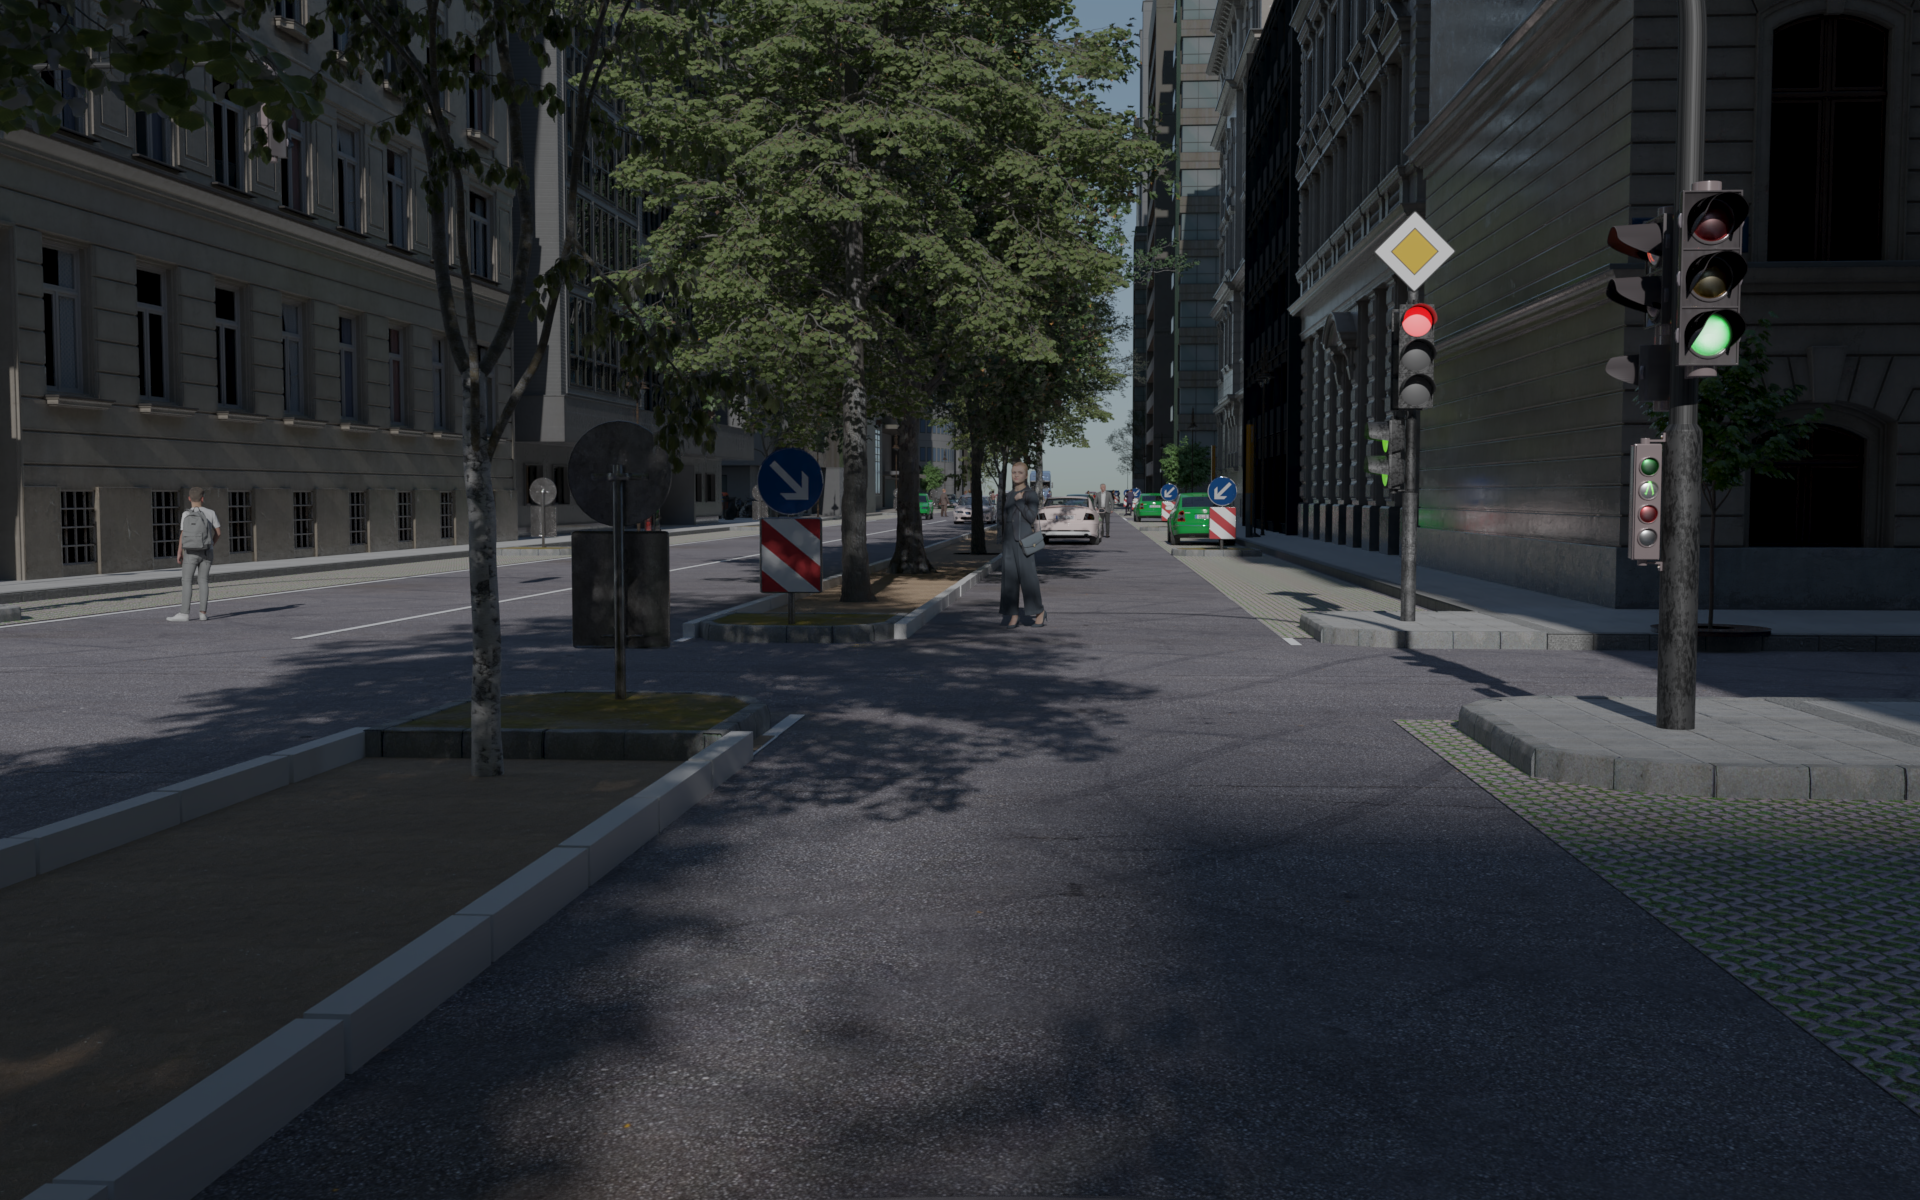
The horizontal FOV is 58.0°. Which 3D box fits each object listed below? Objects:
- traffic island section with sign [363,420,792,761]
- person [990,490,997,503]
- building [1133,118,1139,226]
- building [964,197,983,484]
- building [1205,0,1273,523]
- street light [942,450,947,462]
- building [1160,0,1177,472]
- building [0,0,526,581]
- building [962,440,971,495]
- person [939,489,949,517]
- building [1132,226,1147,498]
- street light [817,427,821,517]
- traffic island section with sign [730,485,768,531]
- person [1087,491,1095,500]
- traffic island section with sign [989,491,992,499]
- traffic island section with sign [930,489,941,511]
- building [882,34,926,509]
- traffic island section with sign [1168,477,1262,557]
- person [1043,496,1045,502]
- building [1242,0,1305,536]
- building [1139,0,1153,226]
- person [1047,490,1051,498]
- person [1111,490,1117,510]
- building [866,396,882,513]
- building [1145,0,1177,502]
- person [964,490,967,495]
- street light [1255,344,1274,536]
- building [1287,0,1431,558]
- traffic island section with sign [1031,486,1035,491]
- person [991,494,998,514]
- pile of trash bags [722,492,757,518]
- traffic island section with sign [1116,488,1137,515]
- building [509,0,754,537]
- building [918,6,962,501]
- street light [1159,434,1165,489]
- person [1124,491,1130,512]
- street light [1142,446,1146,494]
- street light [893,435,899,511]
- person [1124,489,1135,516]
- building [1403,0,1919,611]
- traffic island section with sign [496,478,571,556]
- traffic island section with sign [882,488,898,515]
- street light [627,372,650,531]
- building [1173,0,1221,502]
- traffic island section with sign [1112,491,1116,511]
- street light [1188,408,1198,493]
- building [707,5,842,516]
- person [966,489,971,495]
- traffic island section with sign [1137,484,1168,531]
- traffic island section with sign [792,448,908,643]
[{"bbox_3d":[-2.177,-0.128,10.228,2.006,1.907,1.989,0,4,4],"label":"traffic island section with sign"},{"bbox_3d":[2.725,-7.863,137.776,0.721,1.736,1.217,-2,4,-29],"label":"person"},{"bbox_3d":[37.694,-39.548,235.851,28.713,52.752,27.495,0,4,4],"label":"building"},{"bbox_3d":[-8.342,-35.453,234.285,22.147,44.769,28.867,0,4,4],"label":"building"},{"bbox_3d":[18.924,-17.886,79.819,14.401,28.519,23.554,0,4,4],"label":"building"},{"bbox_3d":[-1.554,-12.565,178.220,0.468,5.910,1.993,0,4,4],"label":"street light"},{"bbox_3d":[27.308,-31.133,128.638,23.786,49.044,30.456,0,4,4],"label":"building"},{"bbox_3d":[-20.497,-12.241,33.419,16.112,22.955,30.059,0,4,4],"label":"building"},{"bbox_3d":[-6.171,-26.981,212.839,14.160,30.474,14.107,0,4,4],"label":"building"},{"bbox_3d":[-0.978,-6.151,109.625,0.434,1.755,0.990,-3,4,-37],"label":"person"},{"bbox_3d":[25.720,-25.445,187.727,14.160,30.474,14.107,0,4,4],"label":"building"},{"bbox_3d":[-7.824,-7.494,95.311,0.468,5.910,1.993,0,4,4],"label":"street light"},{"bbox_3d":[-7.904,-3.643,68.188,1.989,1.847,2.006,0,4,4],"label":"traffic island section with sign"},{"bbox_3d":[11.080,-8.540,148.843,1.217,1.735,0.721,-2,4,-28],"label":"person"},{"bbox_3d":[4.155,-13.398,227.682,1.989,1.847,2.006,0,4,4],"label":"traffic island section with sign"},{"bbox_3d":[-2.138,-8.315,144.582,1.989,1.847,2.006,0,4,4],"label":"traffic island section with sign"},{"bbox_3d":[-17.619,-34.513,153.523,28.713,52.752,27.495,0,4,4],"label":"building"},{"bbox_3d":[5.946,-1.940,40.350,1.989,1.847,2.006,0,4,4],"label":"traffic island section with sign"},{"bbox_3d":[4.533,-5.599,100.056,0.705,1.823,1.348,-3,4,-36],"label":"person"},{"bbox_3d":[16.813,-14.100,60.214,12.332,23.373,15.834,0,4,4],"label":"building"},{"bbox_3d":[31.950,-40.708,207.582,21.231,58.520,28.212,0,4,4],"label":"building"},{"bbox_3d":[6.471,-7.128,125.955,0.530,1.710,0.541,0,4,-4],"label":"person"},{"bbox_3d":[13.505,-8.793,152.276,0.705,1.822,1.348,-1,4,-16],"label":"person"},{"bbox_3d":[-16.582,-49.558,122.940,22.319,86.520,31.000,0,4,4],"label":"building"},{"bbox_3d":[27.846,-32.535,155.654,21.300,48.544,21.600,0,4,4],"label":"building"},{"bbox_3d":[0.620,-8.406,146.653,0.721,1.743,1.217,1,4,18],"label":"person"},{"bbox_3d":[9.369,-4.934,53.452,0.468,5.910,1.993,0,4,4],"label":"street light"},{"bbox_3d":[14.263,-13.033,41.960,11.050,23.489,19.941,0,4,4],"label":"building"},{"bbox_3d":[4.047,-5.162,92.540,2.006,1.907,1.989,0,4,4],"label":"traffic island section with sign"},{"bbox_3d":[2.794,-7.006,123.763,1.217,1.743,0.721,1,4,11],"label":"person"},{"bbox_3d":[-11.908,-5.074,92.704,1.912,1.369,3.447,1,4,22],"label":"pile of trash bags"},{"bbox_3d":[11.706,-6.593,116.423,1.989,1.847,2.006,0,4,4],"label":"traffic island section with sign"},{"bbox_3d":[-17.412,-14.954,63.561,14.314,24.678,30.058,0,4,4],"label":"building"},{"bbox_3d":[-11.284,-39.706,191.188,21.231,58.520,28.212,0,4,4],"label":"building"},{"bbox_3d":[15.097,-9.596,129.686,0.468,5.910,1.993,0,4,4],"label":"street light"},{"bbox_3d":[13.590,-7.962,139.508,0.721,1.723,1.217,-2,4,-35],"label":"person"},{"bbox_3d":[17.858,-11.922,167.706,0.468,5.910,1.993,0,4,4],"label":"street light"},{"bbox_3d":[-4.923,-9.847,133.778,0.468,5.910,1.993,0,4,4],"label":"street light"},{"bbox_3d":[11.048,-6.371,113.118,0.683,1.767,0.568,0,4,-2],"label":"person"},{"bbox_3d":[24.570,-12.435,22.405,34.723,24.649,14.460,0,4,4],"label":"building"},{"bbox_3d":[-9.980,-1.975,40.927,1.989,1.847,2.006,0,4,4],"label":"traffic island section with sign"},{"bbox_3d":[-4.179,-6.662,117.558,1.989,1.847,2.006,0,4,4],"label":"traffic island section with sign"},{"bbox_3d":[-10.697,-5.182,57.506,0.468,5.910,1.993,0,4,4],"label":"street light"},{"bbox_3d":[20.296,-25.886,106.837,14.154,41.232,14.086,0,4,4],"label":"building"},{"bbox_3d":[13.760,-8.261,143.696,1.989,1.847,2.006,0,4,4],"label":"traffic island section with sign"},{"bbox_3d":[12.277,-7.258,91.461,0.468,5.910,1.993,0,4,4],"label":"street light"},{"bbox_3d":[-14.411,-20.196,101.912,14.160,30.474,14.107,0,4,4],"label":"building"},{"bbox_3d":[0.769,-8.119,141.332,1.350,1.814,0.705,-2,4,-34],"label":"person"},{"bbox_3d":[7.984,-3.584,67.229,1.989,1.847,2.006,0,4,4],"label":"traffic island section with sign"},{"bbox_3d":[-1.609,-0.580,17.614,2.006,1.907,1.989,0,4,4],"label":"traffic island section with sign"}]
